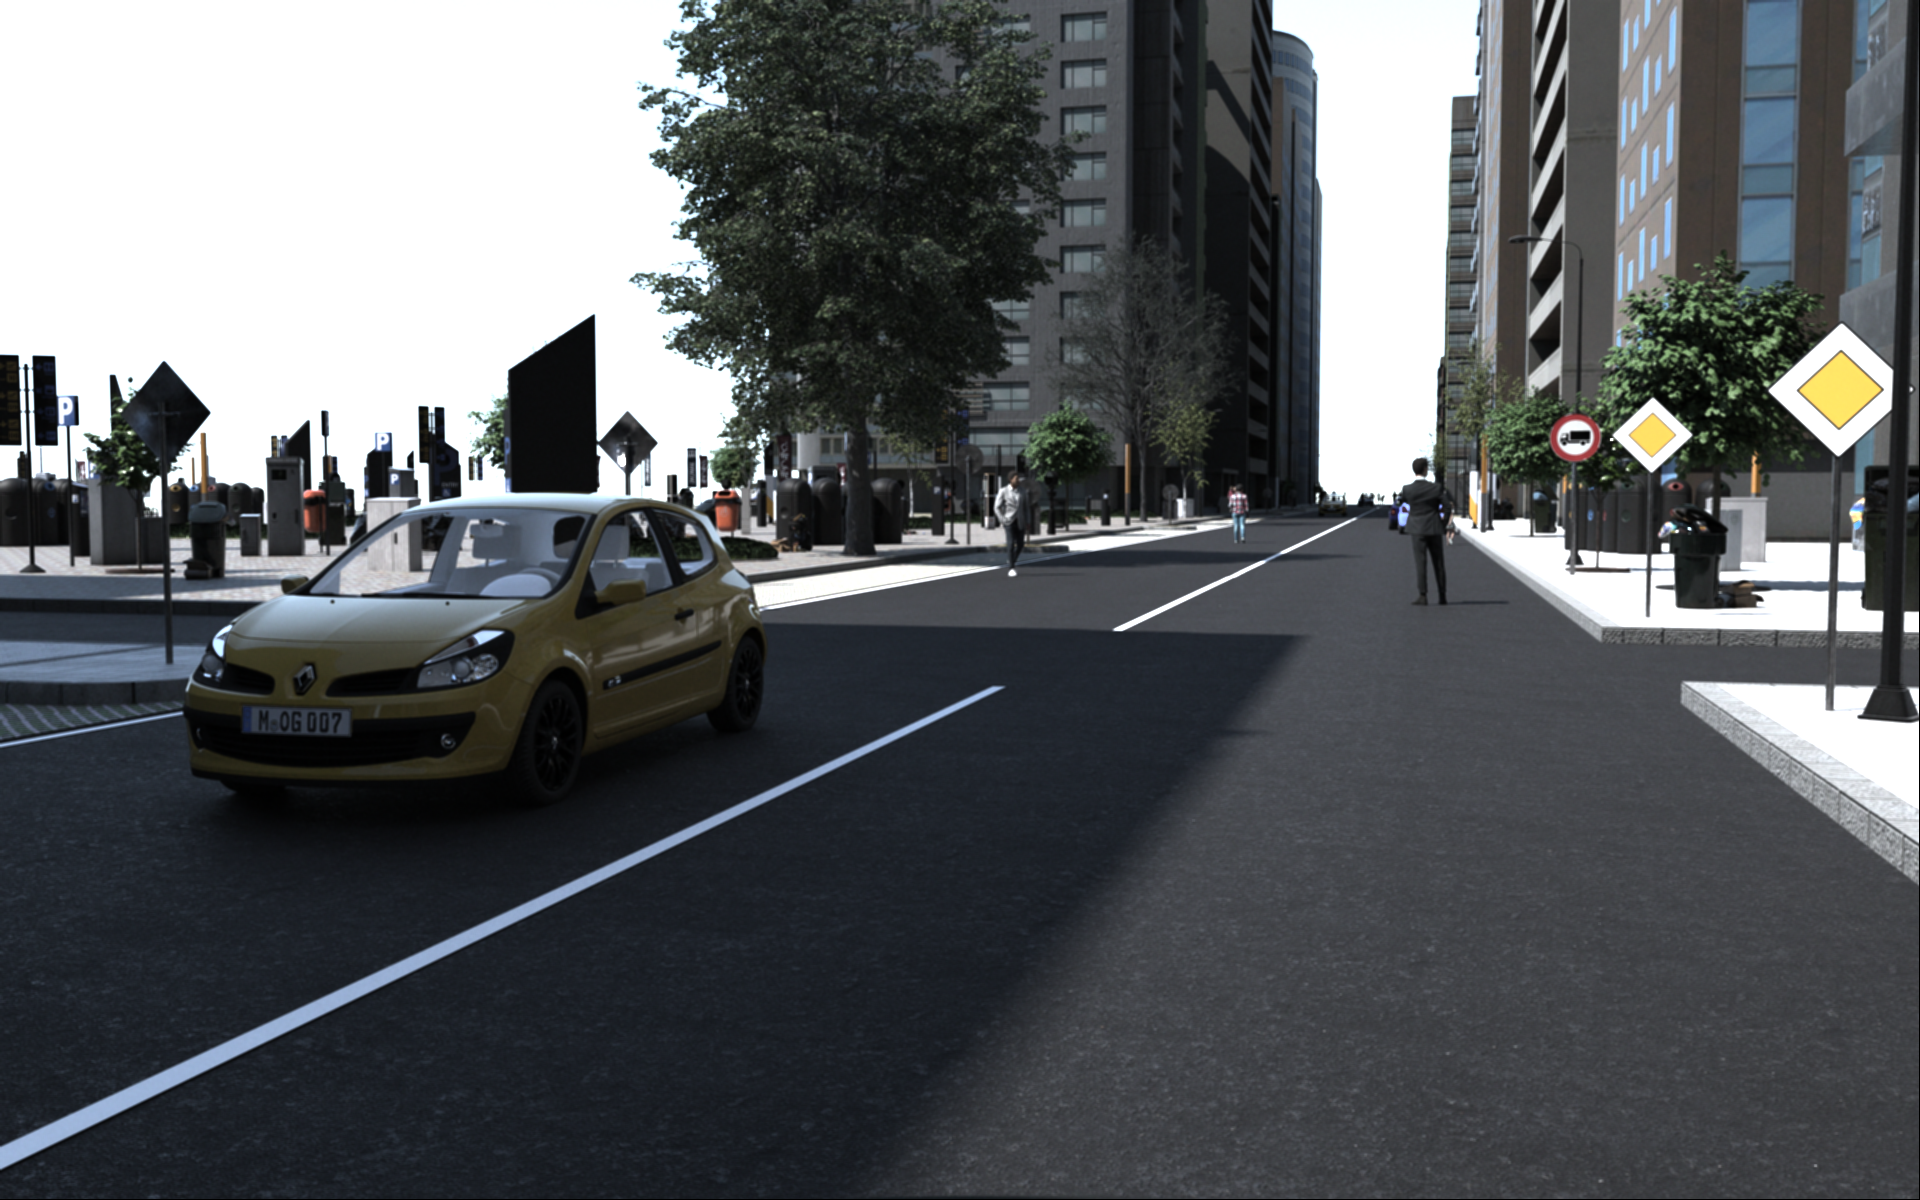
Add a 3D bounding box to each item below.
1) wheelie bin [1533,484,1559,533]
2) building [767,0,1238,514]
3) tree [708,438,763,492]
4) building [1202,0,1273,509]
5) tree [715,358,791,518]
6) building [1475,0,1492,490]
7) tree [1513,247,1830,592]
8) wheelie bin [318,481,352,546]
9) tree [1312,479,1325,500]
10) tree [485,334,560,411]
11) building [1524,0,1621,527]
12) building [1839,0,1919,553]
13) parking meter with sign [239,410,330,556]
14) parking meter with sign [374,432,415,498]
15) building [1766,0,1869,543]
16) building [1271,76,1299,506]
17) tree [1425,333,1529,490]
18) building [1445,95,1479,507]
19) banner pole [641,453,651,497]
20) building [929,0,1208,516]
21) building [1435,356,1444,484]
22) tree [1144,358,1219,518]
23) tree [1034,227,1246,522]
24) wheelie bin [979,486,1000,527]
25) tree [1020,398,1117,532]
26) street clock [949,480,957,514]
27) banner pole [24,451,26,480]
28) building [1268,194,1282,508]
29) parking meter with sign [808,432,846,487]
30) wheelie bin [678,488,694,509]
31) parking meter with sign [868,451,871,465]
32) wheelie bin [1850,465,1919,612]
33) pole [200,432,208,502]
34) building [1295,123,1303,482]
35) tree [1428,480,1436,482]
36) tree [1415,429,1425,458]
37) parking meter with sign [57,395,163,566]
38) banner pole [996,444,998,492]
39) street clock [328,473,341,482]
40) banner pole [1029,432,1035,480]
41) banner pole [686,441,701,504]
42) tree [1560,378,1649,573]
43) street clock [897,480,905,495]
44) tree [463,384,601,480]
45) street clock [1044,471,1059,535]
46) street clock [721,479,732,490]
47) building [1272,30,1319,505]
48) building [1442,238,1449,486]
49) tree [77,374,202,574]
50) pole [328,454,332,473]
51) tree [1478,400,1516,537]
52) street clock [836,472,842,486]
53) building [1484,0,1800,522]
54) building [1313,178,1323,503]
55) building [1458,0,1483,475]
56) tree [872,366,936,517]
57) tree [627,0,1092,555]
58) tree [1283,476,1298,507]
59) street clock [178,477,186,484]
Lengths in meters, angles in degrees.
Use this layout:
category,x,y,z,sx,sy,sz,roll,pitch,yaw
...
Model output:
category,x,y,z,sx,sy,sz,roll,pitch,yaw
wheelie bin,19.117,-2.981,56.647,0.693,1.594,0.980,3,5,42
building,3.220,-26.383,123.246,32.217,40.220,23.993,1,4,14
tree,-12.754,-6.989,97.988,4.285,4.588,4.351,0,3,0
building,14.193,-31.802,143.667,21.300,48.544,21.600,1,4,14
tree,-11.152,-8.675,92.203,4.737,8.622,4.395,0,3,0
building,45.841,-35.106,115.988,21.231,58.520,28.212,1,4,14
tree,10.110,-2.411,23.133,4.285,4.588,4.351,0,3,0
wheelie bin,-15.741,-2.169,43.366,0.980,1.594,0.693,-1,4,-17
tree,46.479,-14.071,224.665,1.663,3.219,1.824,0,3,0
tree,-19.108,-7.859,78.855,4.360,8.622,3.978,0,3,0
building,36.357,-27.530,73.815,21.300,48.544,21.600,1,4,14
building,29.864,-24.771,24.611,30.456,49.044,23.786,1,4,14
parking meter with sign,-13.968,-2.419,35.818,1.738,3.016,0.543,-1,4,-11
parking meter with sign,-15.872,-3.248,49.366,0.543,3.016,1.738,1,4,19
building,27.207,-24.432,49.570,14.600,45.320,14.200,1,4,14
building,27.639,-32.671,184.288,14.600,45.320,14.200,1,4,14
tree,23.832,-7.849,78.698,4.737,8.622,4.395,0,3,0
building,57.777,-30.331,179.499,14.154,41.232,14.086,1,4,14
banner pole,-13.204,-5.054,72.646,0.863,3.779,0.401,3,5,40
building,6.785,-25.621,102.491,14.154,41.232,14.086,1,4,14
building,77.072,-23.395,227.539,27.650,21.520,28.899,1,4,14
tree,11.892,-8.665,92.032,4.737,8.622,4.395,0,3,0
tree,8.403,-10.351,79.614,12.009,13.543,11.850,0,3,0
wheelie bin,1.146,-3.582,66.468,0.693,1.594,0.980,-2,4,-34
tree,3.570,-4.599,58.911,4.285,4.588,4.351,0,3,0
street clock,-0.395,-5.261,90.594,0.471,2.002,0.358,-2,4,-31
banner pole,-53.798,-6.696,99.495,0.401,3.779,0.863,0,4,-8
building,22.369,-23.858,161.783,14.160,30.474,14.107,1,4,14
parking meter with sign,-3.786,-3.118,47.247,1.738,3.016,0.543,-1,4,-22
wheelie bin,-13.941,-4.913,88.234,0.693,1.594,0.980,2,4,34
parking meter with sign,-4.243,-4.606,71.577,0.543,3.016,1.738,-1,4,-23
wheelie bin,10.324,-0.681,19.046,0.980,1.594,0.693,2,4,28
pole,-24.864,-3.863,56.995,0.158,3.312,0.155,0,3,0
building,31.607,-33.548,198.621,14.600,45.320,14.200,1,4,14
tree,57.940,-13.344,212.768,1.663,3.219,1.824,0,3,0
tree,47.427,-13.573,172.287,4.737,8.622,4.395,0,3,0
parking meter with sign,-15.321,-2.144,31.323,0.543,3.016,1.738,2,4,30
banner pole,1.854,-5.941,87.157,0.401,3.779,0.863,0,4,4
street clock,-21.074,-3.286,58.299,0.358,2.002,0.471,2,4,24
banner pole,2.901,-4.869,69.620,0.401,3.779,0.863,1,4,21
banner pole,-12.561,-5.640,82.227,0.863,3.779,0.401,-1,4,-10
tree,10.706,-2.081,28.618,1.663,3.219,1.824,0,3,0
street clock,-3.056,-5.108,88.091,0.471,2.002,0.358,0,4,-8
tree,-10.549,-3.650,43.393,4.285,4.588,4.351,0,3,0
street clock,2.889,-3.061,54.620,0.358,2.002,0.471,-2,4,-33
street clock,-11.287,-4.841,83.713,0.471,2.002,0.358,-2,4,-35
building,33.832,-41.495,220.439,21.231,58.520,28.212,1,4,14
building,61.579,-25.863,194.568,14.160,30.474,14.107,1,4,14
tree,-13.510,-2.053,28.167,1.663,3.219,1.824,0,3,0
pole,-32.414,-5.832,89.202,0.158,3.312,0.155,0,3,0
tree,17.174,-4.156,51.668,4.285,4.588,4.351,0,3,0
street clock,-4.121,-3.237,57.499,0.358,2.002,0.471,1,4,19
building,36.916,-27.283,96.187,14.600,45.320,14.200,1,4,14
building,42.737,-36.104,240.410,14.600,45.320,14.200,1,4,14
building,54.503,-32.090,144.285,23.786,49.044,30.456,1,4,14
tree,-2.667,-8.784,93.976,4.737,8.622,4.395,0,3,0
tree,-2.145,-7.915,36.068,9.857,13.997,8.962,0,3,0
tree,31.911,-10.658,168.867,1.663,3.219,1.824,0,3,0
street clock,-33.468,-4.278,74.520,0.358,2.002,0.471,-1,4,-10
